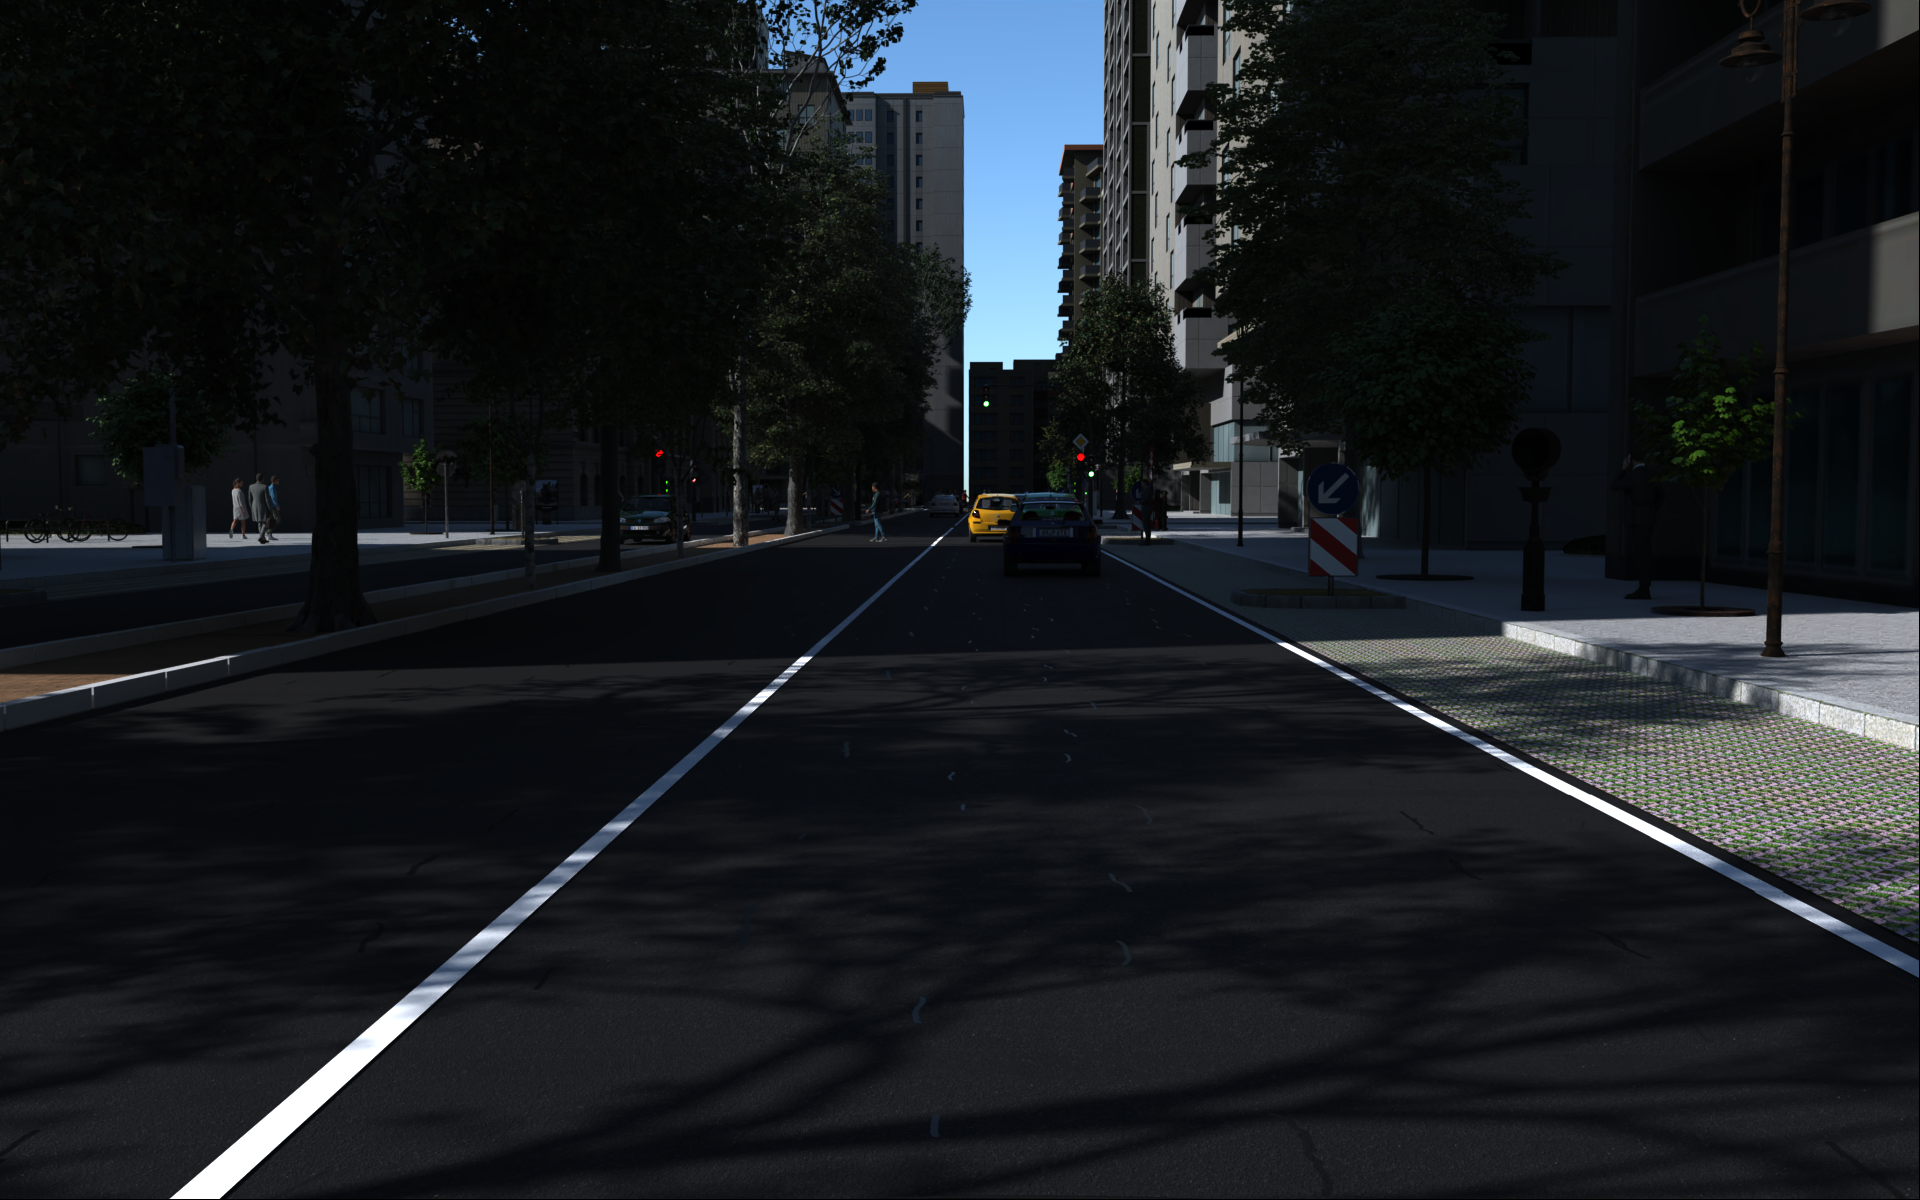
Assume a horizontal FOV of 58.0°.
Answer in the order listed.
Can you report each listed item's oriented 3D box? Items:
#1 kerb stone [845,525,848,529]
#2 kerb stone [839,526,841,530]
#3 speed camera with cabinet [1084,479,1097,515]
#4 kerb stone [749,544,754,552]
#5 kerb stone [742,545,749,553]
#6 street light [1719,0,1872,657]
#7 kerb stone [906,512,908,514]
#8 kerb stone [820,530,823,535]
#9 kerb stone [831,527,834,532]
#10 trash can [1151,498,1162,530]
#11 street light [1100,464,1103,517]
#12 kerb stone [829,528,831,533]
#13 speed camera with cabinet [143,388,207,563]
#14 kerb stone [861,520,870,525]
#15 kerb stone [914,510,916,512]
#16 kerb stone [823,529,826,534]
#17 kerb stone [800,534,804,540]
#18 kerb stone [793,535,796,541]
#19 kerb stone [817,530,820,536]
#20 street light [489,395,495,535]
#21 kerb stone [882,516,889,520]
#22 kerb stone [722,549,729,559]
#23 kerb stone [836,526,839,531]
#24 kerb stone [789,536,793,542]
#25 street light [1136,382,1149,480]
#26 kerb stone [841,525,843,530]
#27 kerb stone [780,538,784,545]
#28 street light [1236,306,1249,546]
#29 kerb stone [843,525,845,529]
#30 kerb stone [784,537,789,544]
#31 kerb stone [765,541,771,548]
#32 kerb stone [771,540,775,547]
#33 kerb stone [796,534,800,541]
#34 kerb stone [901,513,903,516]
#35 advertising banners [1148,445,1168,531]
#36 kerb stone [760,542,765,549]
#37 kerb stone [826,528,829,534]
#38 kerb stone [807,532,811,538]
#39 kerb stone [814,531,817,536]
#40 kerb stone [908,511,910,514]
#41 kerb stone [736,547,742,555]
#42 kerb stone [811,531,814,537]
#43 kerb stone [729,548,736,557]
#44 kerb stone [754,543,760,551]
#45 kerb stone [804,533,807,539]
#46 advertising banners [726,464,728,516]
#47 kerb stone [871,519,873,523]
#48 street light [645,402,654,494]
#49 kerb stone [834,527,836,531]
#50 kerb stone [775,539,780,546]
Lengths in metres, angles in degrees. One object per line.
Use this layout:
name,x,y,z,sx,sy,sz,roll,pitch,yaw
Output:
kerb stone,-4.770,-2.941,70.409,0.120,0.150,1.000,0,4,1
kerb stone,-4.824,-2.761,67.338,0.120,0.150,1.000,0,4,1
speed camera with cabinet,7.937,-6.785,105.263,0.660,3.252,2.038,0,4,-2
kerb stone,-5.269,-1.257,42.740,0.120,0.150,1.000,0,4,1
kerb stone,-5.280,-1.193,41.718,0.120,0.150,1.000,0,4,1
street light,6.429,-2.491,13.513,0.468,5.910,1.993,0,4,1
kerb stone,-3.893,-5.993,120.184,0.120,0.150,1.000,0,4,1
kerb stone,-4.955,-2.322,60.166,0.120,0.150,1.000,0,4,1
kerb stone,-4.878,-2.573,64.267,0.120,0.150,1.000,0,4,1
trash can,7.118,-3.127,62.773,0.748,1.137,0.748,0,3,0
street light,7.905,-7.581,96.732,0.468,5.910,1.993,0,4,1
kerb stone,-4.902,-2.511,63.245,0.120,0.150,1.000,0,4,1
speed camera with cabinet,-15.032,-2.374,33.146,0.660,3.252,2.038,-1,4,-9
kerb stone,-4.550,-3.736,83.282,0.120,0.150,1.000,0,4,1
kerb stone,-3.673,-6.748,132.518,0.120,0.150,1.000,0,4,1
kerb stone,-4.927,-2.384,61.188,0.120,0.150,1.000,0,4,1
kerb stone,-5.065,-1.943,54.021,0.120,0.150,1.000,0,4,1
kerb stone,-5.101,-1.822,51.977,0.120,0.150,1.000,0,4,1
kerb stone,-4.971,-2.260,59.144,0.120,0.150,1.000,0,4,1
street light,-14.793,-5.005,54.621,0.468,5.910,1.993,0,4,1
kerb stone,-4.270,-4.677,98.668,0.120,0.150,1.000,0,4,1
kerb stone,-5.335,-1.005,38.631,0.120,0.150,1.000,0,4,1
kerb stone,-4.844,-2.698,66.313,0.120,0.150,1.000,0,4,1
kerb stone,-5.113,-1.759,50.955,0.120,0.150,1.000,0,4,1
street light,7.508,-6.029,71.355,0.468,5.910,1.993,0,4,1
kerb stone,-4.811,-2.824,68.360,0.120,0.150,1.000,0,4,1
kerb stone,-5.150,-1.633,48.905,0.120,0.150,1.000,0,4,1
street light,6.888,-4.257,42.382,0.468,5.910,1.993,0,4,1
kerb stone,-4.796,-2.886,69.382,0.120,0.150,1.000,0,4,1
kerb stone,-5.130,-1.694,49.932,0.120,0.150,1.000,0,4,1
kerb stone,-5.205,-1.444,45.824,0.120,0.150,1.000,0,4,1
kerb stone,-5.188,-1.505,46.846,0.120,0.150,1.000,0,4,1
kerb stone,-5.081,-1.884,52.999,0.120,0.150,1.000,0,4,1
kerb stone,-4.005,-5.617,114.040,0.120,0.150,1.000,0,4,1
advertising banners,6.927,-3.944,60.674,0.090,3.025,2.074,-1,4,-12
kerb stone,-5.229,-1.382,44.796,0.120,0.150,1.000,0,4,1
kerb stone,-4.919,-2.441,62.217,0.120,0.150,1.000,0,4,1
kerb stone,-5.029,-2.072,56.071,0.120,0.150,1.000,0,4,1
kerb stone,-4.991,-2.196,58.115,0.120,0.150,1.000,0,4,1
kerb stone,-3.839,-6.182,123.270,0.120,0.150,1.000,0,4,1
kerb stone,-5.301,-1.128,40.682,0.120,0.150,1.000,0,4,1
kerb stone,-5.011,-2.131,57.093,0.120,0.150,1.000,0,4,1
kerb stone,-5.319,-1.068,39.653,0.120,0.150,1.000,0,4,1
kerb stone,-5.248,-1.319,43.764,0.120,0.150,1.000,0,4,1
kerb stone,-5.047,-2.009,55.042,0.120,0.150,1.000,0,4,1
advertising banners,-13.499,-6.377,100.452,0.090,3.025,2.074,0,4,-5
kerb stone,-4.508,-3.858,85.334,0.120,0.150,1.000,0,4,1
street light,-14.295,-6.586,80.468,0.468,5.910,1.993,0,4,1
kerb stone,-4.864,-2.635,65.289,0.120,0.150,1.000,0,4,1
kerb stone,-5.171,-1.568,47.880,0.120,0.150,1.000,0,4,1
